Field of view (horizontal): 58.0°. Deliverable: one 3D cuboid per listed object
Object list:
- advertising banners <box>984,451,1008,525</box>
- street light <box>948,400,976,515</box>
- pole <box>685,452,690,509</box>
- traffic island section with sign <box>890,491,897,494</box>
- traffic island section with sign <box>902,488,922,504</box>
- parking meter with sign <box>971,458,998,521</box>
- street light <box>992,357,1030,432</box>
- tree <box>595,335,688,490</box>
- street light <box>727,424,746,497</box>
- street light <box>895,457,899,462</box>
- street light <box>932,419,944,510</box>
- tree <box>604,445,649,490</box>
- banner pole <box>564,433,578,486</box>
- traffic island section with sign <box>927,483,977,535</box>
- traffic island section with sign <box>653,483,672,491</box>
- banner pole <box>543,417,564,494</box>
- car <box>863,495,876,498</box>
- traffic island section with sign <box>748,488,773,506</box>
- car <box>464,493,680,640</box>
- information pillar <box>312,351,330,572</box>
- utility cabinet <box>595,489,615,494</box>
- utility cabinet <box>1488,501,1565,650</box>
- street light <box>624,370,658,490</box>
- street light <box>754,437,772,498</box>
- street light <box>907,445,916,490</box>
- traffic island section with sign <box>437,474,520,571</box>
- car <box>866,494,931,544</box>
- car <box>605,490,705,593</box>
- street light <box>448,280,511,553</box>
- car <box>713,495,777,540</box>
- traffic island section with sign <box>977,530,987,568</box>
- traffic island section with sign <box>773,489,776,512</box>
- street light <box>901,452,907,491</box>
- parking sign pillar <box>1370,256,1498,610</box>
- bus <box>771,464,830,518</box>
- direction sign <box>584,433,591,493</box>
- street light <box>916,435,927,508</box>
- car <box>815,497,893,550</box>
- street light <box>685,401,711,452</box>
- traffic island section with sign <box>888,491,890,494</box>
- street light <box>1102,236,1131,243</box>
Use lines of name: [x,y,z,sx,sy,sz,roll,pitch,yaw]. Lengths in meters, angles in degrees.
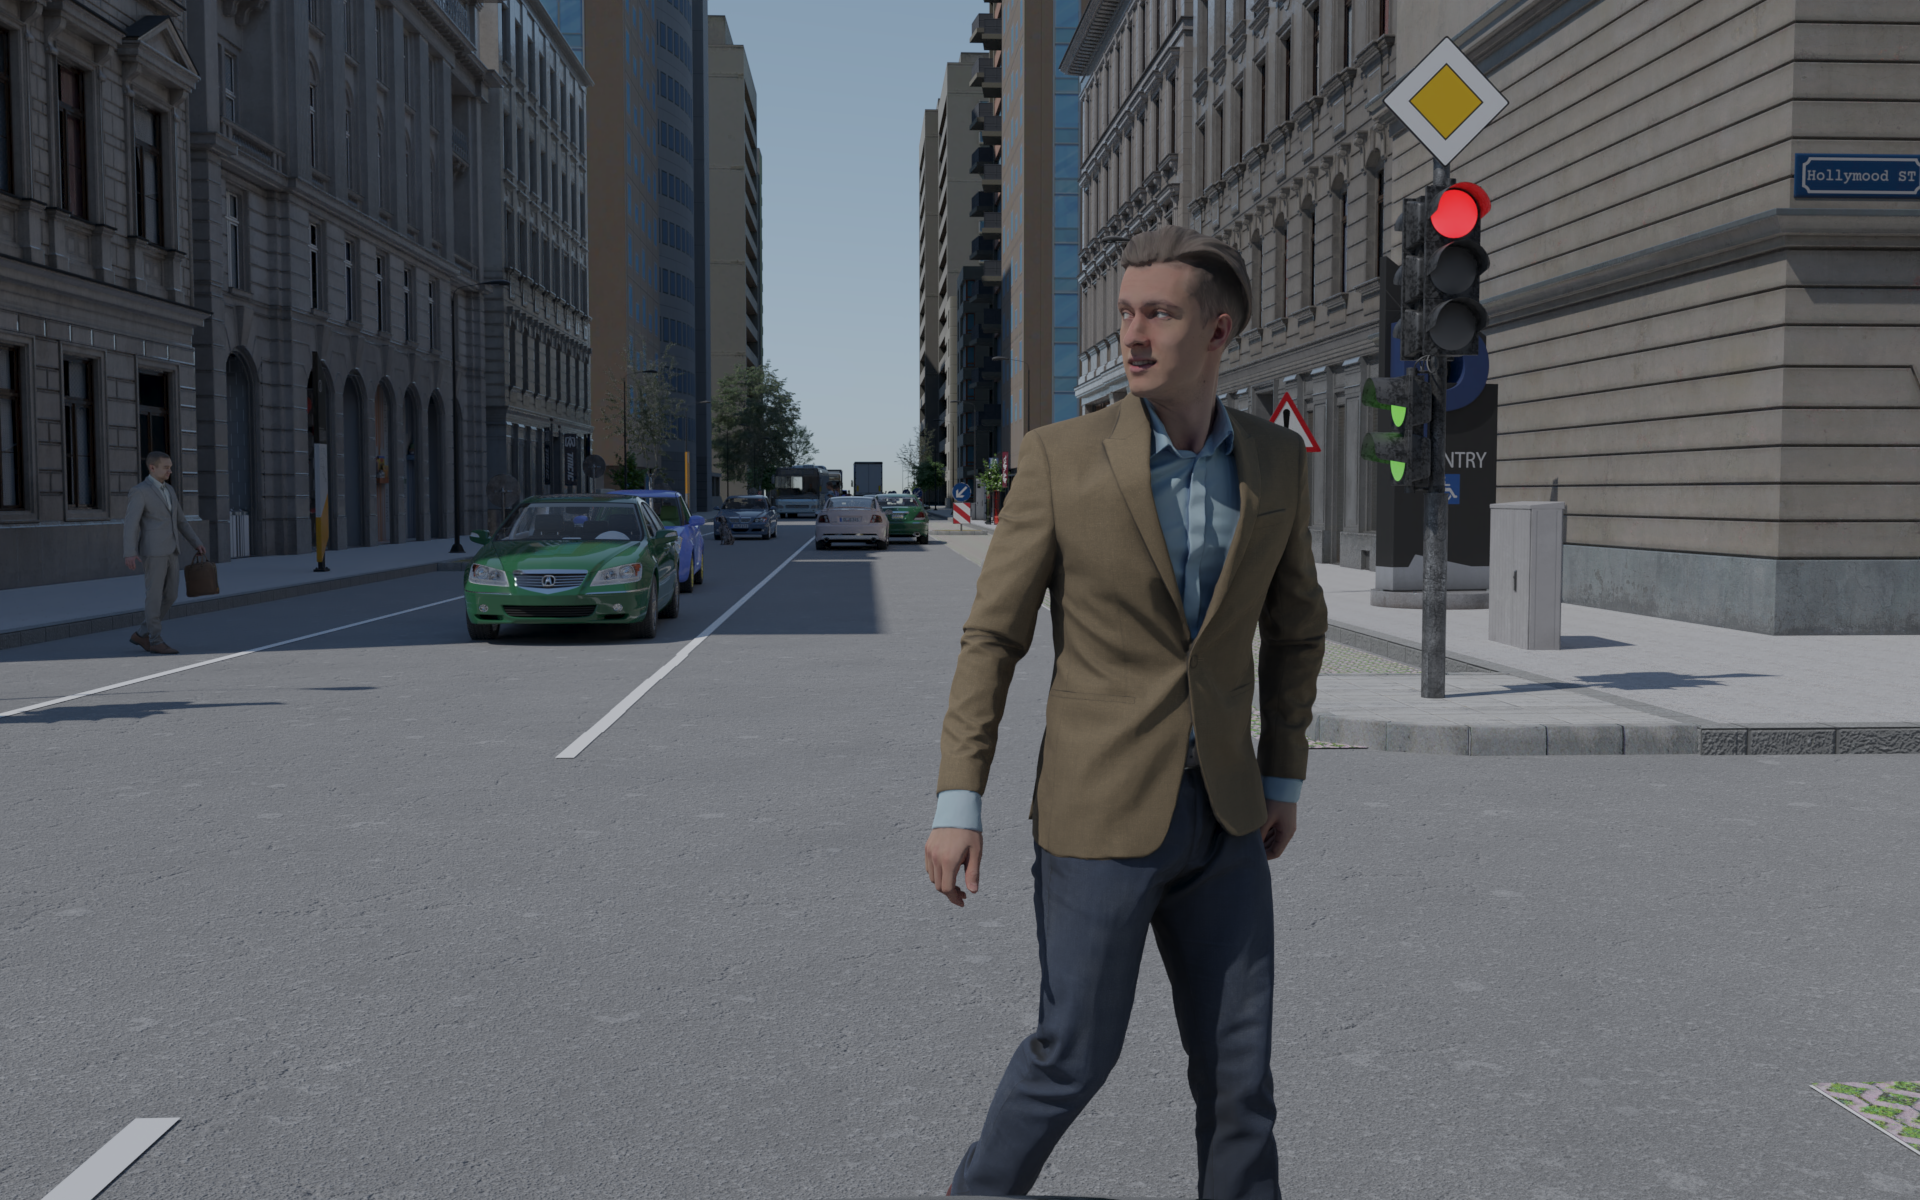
advertising banners: [1.517,-4.624,71.792,0.090,3.025,2.074,-2,4,-26]
street light: [0.198,-6.935,85.920,1.470,5.913,1.316,0,4,-3]
pole: [-13.181,-5.503,83.815,0.158,3.312,0.155,0,3,0]
traffic island section with sign: [-4.393,-7.896,137.724,1.989,1.847,2.006,0,4,-3]
traffic island section with sign: [-2.833,-6.184,109.729,1.989,1.847,2.006,0,4,-3]
parking meter with sign: [1.140,-5.374,84.132,0.543,3.016,1.738,-2,4,-33]
street light: [1.789,-5.274,58.766,1.470,5.913,1.316,0,4,-3]
tree: [-14.294,-7.881,79.222,4.360,8.622,3.978,0,3,0]
street light: [-14.854,-8.701,114.801,1.470,5.913,1.316,0,4,-3]
street light: [-7.066,-15.002,217.815,1.470,5.913,1.316,0,4,-3]
street light: [-0.959,-8.254,107.501,1.470,5.913,1.316,0,4,-3]
tree: [-13.048,-4.538,68.796,1.663,3.219,1.824,0,3,0]
banner pole: [-14.255,-4.447,62.731,0.863,3.779,0.401,-2,4,-28]
traffic island section with sign: [-0.097,-3.184,60.688,1.989,1.847,2.006,0,4,-3]
traffic island section with sign: [-10.302,-3.147,60.081,1.989,1.847,2.006,0,4,-3]
banner pole: [-13.466,-4.086,56.817,0.401,3.779,0.863,-3,4,-37]
car: [-5.605,-6.064,111.513,2.083,1.381,4.827,0,4,-4]
traffic island section with sign: [-13.052,-6.175,109.583,1.989,1.847,2.006,0,4,-3]
car: [-4.051,-0.415,18.591,2.131,1.459,4.920,0,4,-5]
information pillar: [-10.574,-2.281,28.642,0.183,3.616,0.504,0,4,-6]
utility cabinet: [-14.731,-3.868,71.919,0.318,1.500,1.173,1,4,18]
utility cabinet: [4.786,-0.217,14.702,0.306,1.237,1.020,0,4,-1]
street light: [-11.986,-5.645,64.832,1.470,5.913,1.316,0,4,-3]
street light: [-16.307,-10.373,142.139,1.470,5.913,1.316,0,4,-3]
street light: [-4.018,-11.610,162.361,1.470,5.913,1.316,0,4,-3]
traffic island section with sign: [-8.790,-1.501,33.168,1.989,1.847,2.006,0,4,-3]
car: [-1.886,-2.390,50.880,2.131,1.459,4.920,0,4,-3]
car: [-4.801,-1.013,26.147,1.945,1.707,3.694,0,4,-5]
street light: [-10.440,-3.984,37.675,1.470,5.913,1.316,0,4,-3]
car: [-6.852,-2.666,55.587,2.014,1.417,4.499,0,4,-2]
traffic island section with sign: [1.427,-1.513,33.361,1.989,1.847,2.006,0,4,-3]
traffic island section with sign: [-14.600,-7.862,137.167,1.989,1.847,2.006,0,4,-3]
street light: [-5.566,-13.332,190.517,1.470,5.913,1.316,0,4,-3]
parking sign pillar: [5.454,-1.915,19.782,1.447,3.967,1.447,-1,4,-14]
bus: [-9.566,-6.784,105.776,2.948,3.499,13.247,0,4,-2]
direction sign: [-13.973,-4.464,64.979,0.379,3.537,0.876,-2,4,-26]
street light: [-2.455,-9.949,135.206,1.470,5.913,1.316,0,4,-3]
car: [-2.829,-2.051,45.904,2.083,1.381,4.827,0,4,-1]
street light: [-13.113,-6.968,86.468,1.470,5.913,1.316,0,4,-3]
traffic island section with sign: [-7.488,-11.285,193.130,1.989,1.847,2.006,0,4,-3]
street light: [3.244,-3.597,31.353,1.470,5.913,1.316,0,4,-3]
